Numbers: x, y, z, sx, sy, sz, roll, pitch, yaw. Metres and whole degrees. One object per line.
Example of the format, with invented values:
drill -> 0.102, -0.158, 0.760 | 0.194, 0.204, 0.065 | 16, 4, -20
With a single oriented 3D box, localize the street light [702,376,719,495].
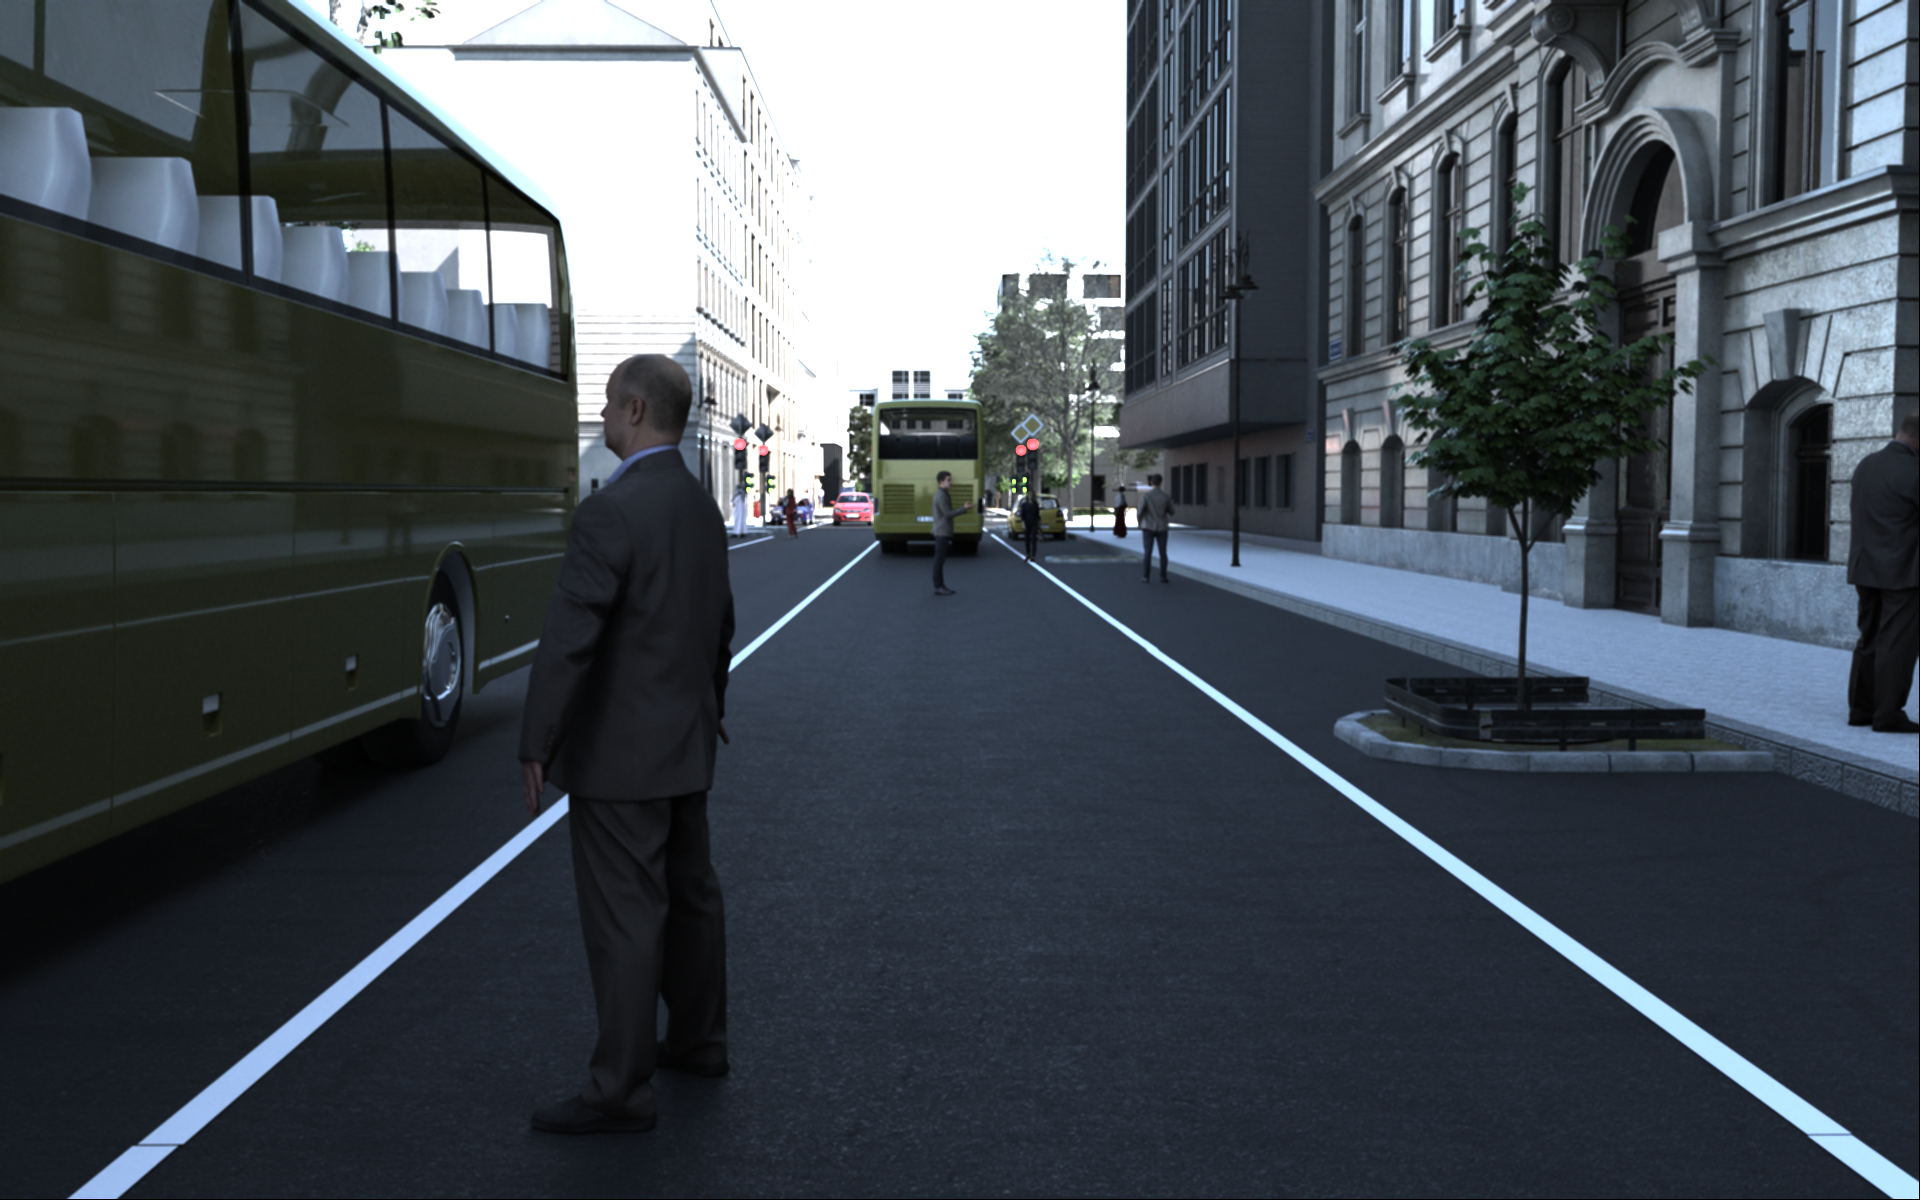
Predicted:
street light -> -9.753, -5.809, 67.765 | 0.468, 5.910, 1.993 | 0, 4, -1

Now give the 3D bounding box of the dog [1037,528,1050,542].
dog -> 2.529, -1.927, 51.698 | 0.748, 0.427, 0.550 | -3, 4, -36

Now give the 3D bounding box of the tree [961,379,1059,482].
tree -> 4.039, -12.827, 135.479 | 9.928, 11.665, 9.643 | 0, 3, 0

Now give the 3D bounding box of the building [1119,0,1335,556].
building -> 12.634, -15.492, 46.799 | 14.314, 27.812, 24.014 | 0, 4, -1

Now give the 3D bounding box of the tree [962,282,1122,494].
tree -> 4.803, -12.124, 104.881 | 9.857, 13.997, 8.962 | 0, 3, 0

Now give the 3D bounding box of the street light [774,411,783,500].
street light -> -10.106, -7.569, 96.548 | 0.468, 5.910, 1.993 | 0, 4, -1

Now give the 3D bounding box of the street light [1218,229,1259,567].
street light -> 4.891, -3.533, 30.553 | 0.468, 5.910, 1.993 | 0, 4, -1

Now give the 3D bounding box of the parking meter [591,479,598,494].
parking meter -> -14.019, -3.719, 66.517 | 0.255, 1.863, 0.399 | -1, 4, -12

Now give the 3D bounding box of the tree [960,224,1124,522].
tree -> 4.972, -10.315, 79.018 | 12.009, 13.543, 11.850 | 0, 3, 0

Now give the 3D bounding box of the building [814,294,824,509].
building -> -19.770, -17.851, 148.283 | 16.016, 20.091, 11.380 | 0, 4, -1

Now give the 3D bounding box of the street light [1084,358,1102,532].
street light -> 4.492, -5.254, 58.691 | 0.468, 5.910, 1.993 | 0, 4, -1

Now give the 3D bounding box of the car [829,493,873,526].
car -> -4.834, -4.266, 78.781 | 2.155, 1.783, 4.494 | 0, 4, -2

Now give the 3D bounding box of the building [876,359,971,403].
building -> 5.027, -22.532, 234.857 | 31.486, 18.905, 16.747 | 0, 4, -1

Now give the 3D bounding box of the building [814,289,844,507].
building -> -26.256, -19.948, 170.117 | 27.936, 21.610, 32.646 | 0, 4, -1

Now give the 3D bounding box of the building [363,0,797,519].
building -> -20.668, -18.226, 102.513 | 19.350, 26.468, 34.151 | 0, 4, -1

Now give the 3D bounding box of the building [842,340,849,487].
building -> -20.368, -20.538, 192.222 | 16.016, 20.091, 11.380 | 0, 4, -1

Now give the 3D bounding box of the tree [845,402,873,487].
tree -> -12.095, -17.348, 205.694 | 6.751, 12.117, 7.091 | 0, 3, 0

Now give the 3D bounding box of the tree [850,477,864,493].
tree -> -12.053, -12.613, 200.827 | 1.663, 3.219, 1.824 | 0, 3, 0

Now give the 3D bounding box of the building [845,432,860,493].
building -> -26.505, -16.650, 214.375 | 28.070, 9.664, 9.099 | 0, 4, -1

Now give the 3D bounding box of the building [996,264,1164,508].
building -> 17.400, -19.953, 170.212 | 27.936, 21.610, 32.646 | 0, 4, -1

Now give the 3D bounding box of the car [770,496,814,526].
car -> -7.747, -4.126, 80.048 | 1.945, 1.354, 3.894 | 0, 4, 1

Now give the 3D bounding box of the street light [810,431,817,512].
street light -> -10.498, -9.289, 124.670 | 0.468, 5.910, 1.993 | 0, 4, -1

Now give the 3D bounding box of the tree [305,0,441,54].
tree -> -9.828, -10.390, 25.763 | 12.611, 20.169, 13.585 | 0, 3, 0

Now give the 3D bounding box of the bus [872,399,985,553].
bus -> -0.775, -3.261, 44.858 | 2.896, 3.916, 12.252 | 0, 4, -1

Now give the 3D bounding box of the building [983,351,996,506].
building -> 11.406, -20.561, 202.629 | 16.747, 18.905, 31.486 | 0, 4, -1

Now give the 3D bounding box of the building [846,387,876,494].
building -> -26.461, -22.528, 234.785 | 31.486, 18.905, 16.747 | 0, 4, -1

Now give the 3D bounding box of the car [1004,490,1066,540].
car -> 2.417, -2.743, 55.064 | 2.015, 1.641, 3.980 | 0, 4, -1

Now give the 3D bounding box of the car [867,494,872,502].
car -> -8.980, -9.571, 165.287 | 1.959, 1.807, 4.718 | 0, 4, -1

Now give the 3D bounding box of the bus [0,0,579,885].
bus -> -3.903, -0.903, 6.312 | 2.896, 3.916, 12.252 | 0, 4, -1

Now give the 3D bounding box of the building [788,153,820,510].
building -> -17.780, -21.062, 130.265 | 13.634, 28.700, 20.117 | 0, 4, -1

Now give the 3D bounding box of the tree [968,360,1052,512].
tree -> 3.900, -12.494, 126.333 | 6.751, 12.117, 7.091 | 0, 3, 0

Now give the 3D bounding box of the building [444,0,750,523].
building -> -15.027, -13.880, 76.095 | 9.793, 20.994, 18.267 | 0, 4, -1

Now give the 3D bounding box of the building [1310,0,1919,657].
building -> 12.746, -12.140, 17.579 | 14.460, 24.649, 34.723 | 0, 4, -1
